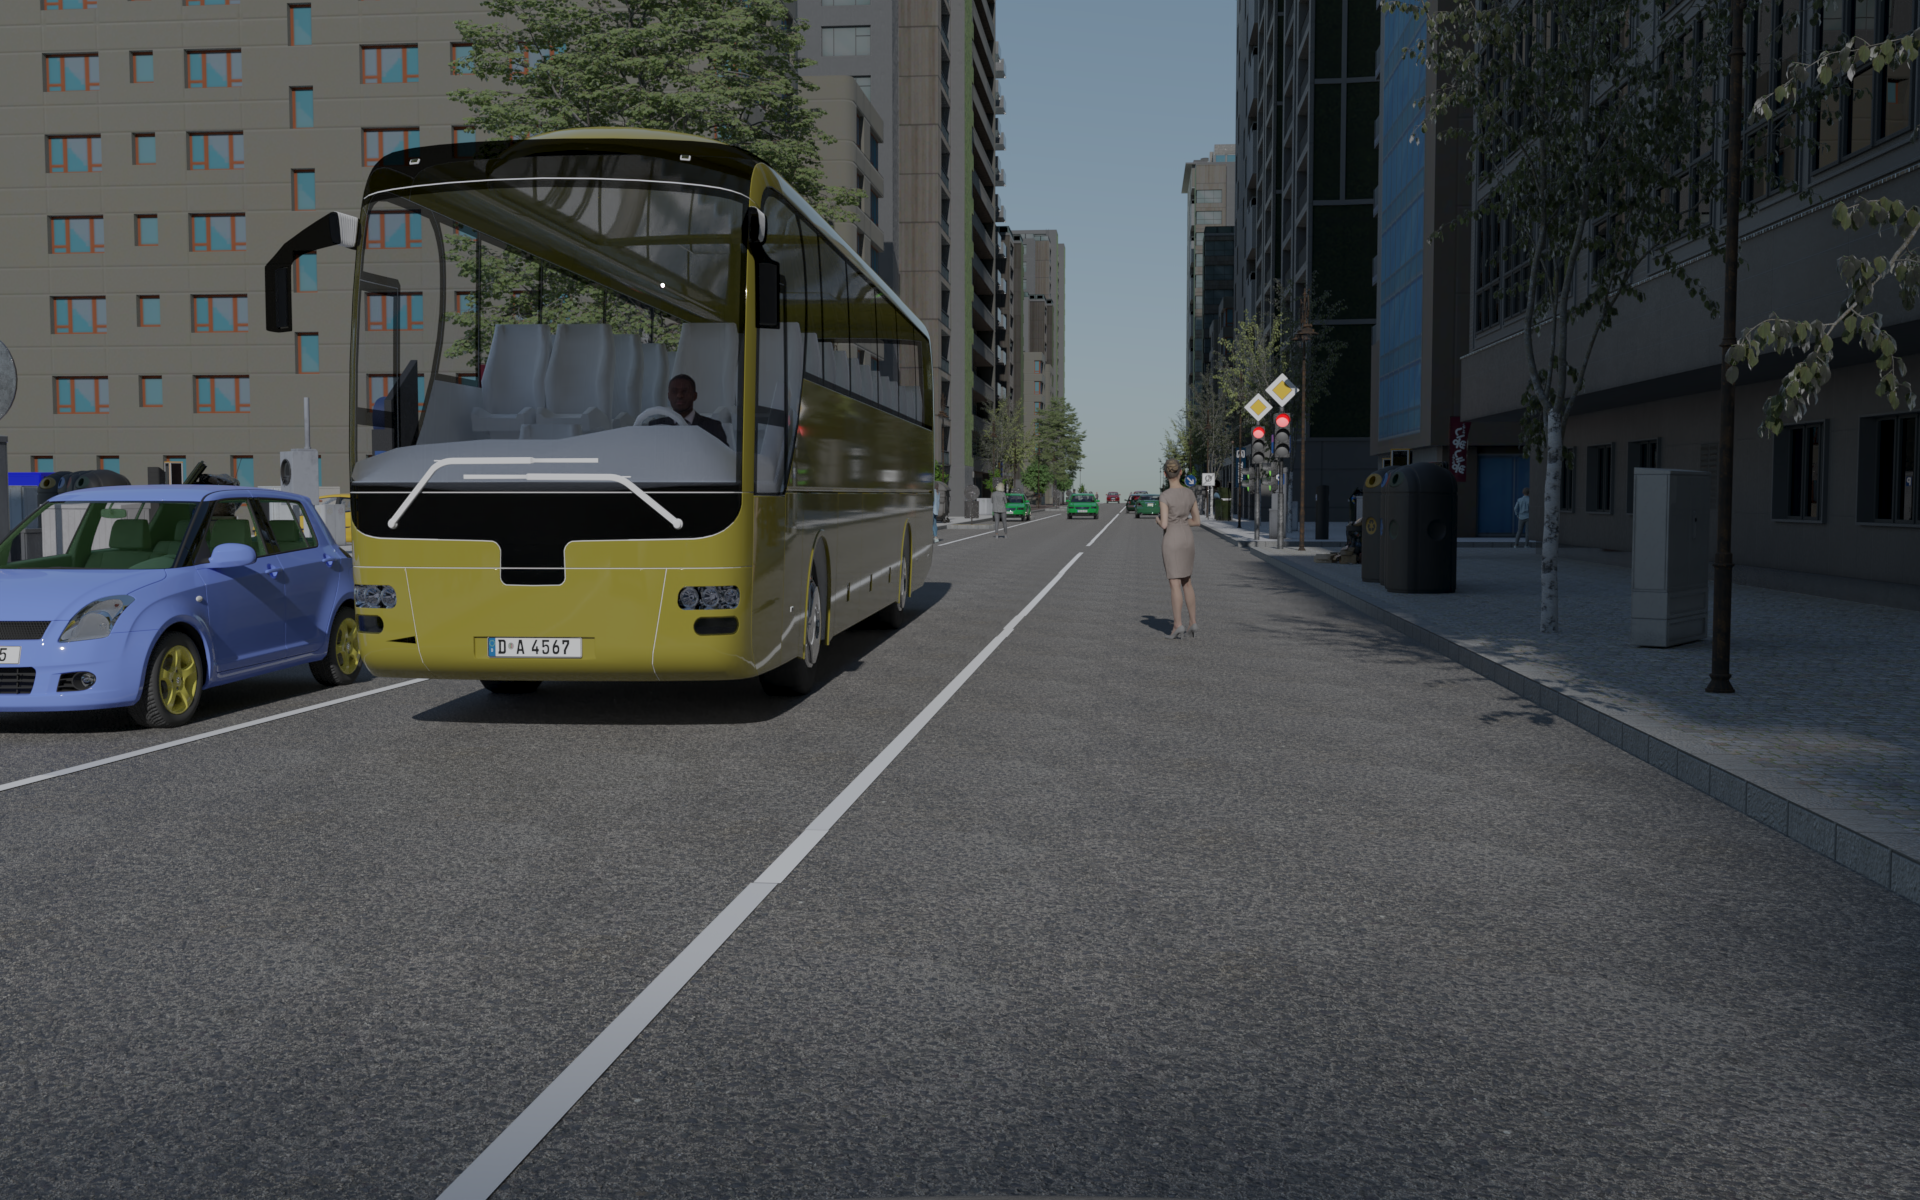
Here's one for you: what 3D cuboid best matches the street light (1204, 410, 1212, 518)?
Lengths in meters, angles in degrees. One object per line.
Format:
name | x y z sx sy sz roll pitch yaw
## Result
street light | 13.408 -7.398 93.742 0.468 5.910 1.993 0 4 6

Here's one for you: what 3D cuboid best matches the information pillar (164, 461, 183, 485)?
information pillar | -17.778 -2.124 39.215 0.304 2.012 0.304 -3 5 -45

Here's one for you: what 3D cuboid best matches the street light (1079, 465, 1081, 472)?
street light | 18.426 -17.900 265.449 0.468 5.910 1.993 0 4 6

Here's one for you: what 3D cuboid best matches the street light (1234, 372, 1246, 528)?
street light | 10.572 -5.661 65.348 0.468 5.910 1.993 0 4 6

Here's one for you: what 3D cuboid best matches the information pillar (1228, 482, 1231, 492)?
information pillar | 16.343 -6.135 104.799 0.304 2.012 0.304 0 4 8

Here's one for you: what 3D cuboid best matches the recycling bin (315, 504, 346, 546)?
recycling bin | -15.659 -1.843 42.686 0.722 1.027 0.722 2 4 26

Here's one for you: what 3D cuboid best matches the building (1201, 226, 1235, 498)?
building | 33.183 -25.440 187.652 14.160 30.474 14.107 0 4 6

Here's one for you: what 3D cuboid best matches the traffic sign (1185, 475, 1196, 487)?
traffic sign | 15.413 -7.081 115.879 0.768 2.556 0.104 0 4 7

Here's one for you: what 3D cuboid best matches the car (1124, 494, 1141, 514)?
car | 13.137 -7.228 127.963 2.009 1.686 4.222 0 4 6

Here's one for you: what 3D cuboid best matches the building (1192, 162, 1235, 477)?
building | 36.041 -32.522 215.323 14.154 41.232 14.086 0 4 6

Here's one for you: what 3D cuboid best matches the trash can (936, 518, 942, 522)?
trash can | -0.986 -4.241 80.999 0.748 1.137 0.748 0 3 0

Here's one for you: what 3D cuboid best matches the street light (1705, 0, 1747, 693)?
street light | 4.928 -2.340 11.050 0.468 5.910 1.993 0 4 6

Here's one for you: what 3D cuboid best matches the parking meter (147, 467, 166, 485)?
parking meter | -17.322 -1.937 37.385 0.255 1.863 0.399 0 4 -5

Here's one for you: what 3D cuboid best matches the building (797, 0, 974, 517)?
building | -6.883 -25.192 95.492 14.154 41.232 14.086 0 4 6

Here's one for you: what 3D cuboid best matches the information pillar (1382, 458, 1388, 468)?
information pillar | 8.823 -1.895 35.480 0.304 2.012 0.304 2 4 26

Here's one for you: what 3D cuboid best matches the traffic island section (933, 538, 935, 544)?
traffic island section | -1.820 -1.661 49.442 2.009 0.180 2.903 0 4 6

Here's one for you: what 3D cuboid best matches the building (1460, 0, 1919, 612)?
building | 16.424 -14.094 23.939 14.314 27.812 24.014 0 4 6

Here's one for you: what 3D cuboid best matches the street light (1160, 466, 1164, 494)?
street light | 32.508 -18.848 280.955 0.468 5.910 1.993 0 4 6

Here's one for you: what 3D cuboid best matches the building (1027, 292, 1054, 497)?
building | 6.025 -29.085 247.243 14.160 30.474 14.107 0 4 6

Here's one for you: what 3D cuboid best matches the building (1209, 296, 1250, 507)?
building | 38.222 -19.549 164.672 27.650 21.520 28.899 0 4 6

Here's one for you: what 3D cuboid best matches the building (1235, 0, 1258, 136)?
building | 35.784 -33.421 135.677 28.713 52.752 27.495 0 4 6

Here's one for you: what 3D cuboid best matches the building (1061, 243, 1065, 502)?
building | 9.392 -36.201 275.472 14.154 41.232 14.086 0 4 6

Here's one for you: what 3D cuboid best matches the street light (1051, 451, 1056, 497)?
street light | 9.925 -12.855 182.970 0.468 5.910 1.993 0 4 6

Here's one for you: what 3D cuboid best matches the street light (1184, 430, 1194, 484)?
street light | 16.263 -9.141 122.246 0.468 5.910 1.993 0 4 6

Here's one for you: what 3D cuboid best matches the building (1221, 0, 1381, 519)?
building | 27.785 -41.095 110.152 20.563 71.187 20.611 0 4 6

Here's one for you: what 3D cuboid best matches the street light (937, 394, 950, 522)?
street light | -0.774 -6.511 79.238 0.468 5.910 1.993 0 4 6

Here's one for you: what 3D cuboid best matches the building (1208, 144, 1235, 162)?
building | 43.700 -37.768 237.110 23.786 49.044 30.456 0 4 6

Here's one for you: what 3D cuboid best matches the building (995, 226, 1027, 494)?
building | -0.618 -25.313 185.574 14.160 30.474 14.107 0 4 6

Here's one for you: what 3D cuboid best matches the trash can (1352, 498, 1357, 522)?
trash can | 13.147 -2.737 56.406 0.748 1.137 0.748 0 3 0

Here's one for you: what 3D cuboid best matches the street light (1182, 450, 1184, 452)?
street light | 18.343 -10.312 141.386 0.468 5.910 1.993 0 4 6

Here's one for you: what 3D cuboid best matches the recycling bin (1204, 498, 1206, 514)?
recycling bin | 15.592 -6.110 112.452 0.722 1.027 0.722 -1 4 -11

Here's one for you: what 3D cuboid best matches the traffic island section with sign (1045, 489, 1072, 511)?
traffic island section with sign | 8.334 -8.557 148.536 1.989 1.847 2.006 0 4 6

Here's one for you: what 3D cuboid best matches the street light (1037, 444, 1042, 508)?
street light | 7.048 -11.140 154.931 0.468 5.910 1.993 0 4 6

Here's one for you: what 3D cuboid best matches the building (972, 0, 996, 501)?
building | -8.679 -31.368 136.566 21.300 48.544 21.600 0 4 6

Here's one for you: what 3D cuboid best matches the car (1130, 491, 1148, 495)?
car | 19.996 -11.198 191.752 2.281 1.827 5.304 0 4 5

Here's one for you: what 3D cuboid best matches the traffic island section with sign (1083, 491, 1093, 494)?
traffic island section with sign | 19.528 -15.230 257.642 1.989 1.847 2.006 0 4 6

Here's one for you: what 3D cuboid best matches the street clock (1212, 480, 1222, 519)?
street clock | 12.950 -5.065 87.376 0.471 2.002 0.358 2 4 27

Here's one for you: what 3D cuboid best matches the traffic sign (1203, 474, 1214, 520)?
traffic sign | 12.304 -5.118 85.810 0.606 2.300 0.079 1 4 12

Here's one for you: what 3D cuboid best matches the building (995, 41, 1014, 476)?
building | -7.345 -33.256 163.338 23.786 49.044 30.456 0 4 6

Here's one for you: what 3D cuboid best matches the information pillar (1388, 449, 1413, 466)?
information pillar | 7.156 -1.444 28.105 0.304 2.012 0.304 2 4 25

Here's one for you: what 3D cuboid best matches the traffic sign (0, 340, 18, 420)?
traffic sign | -7.651 -0.816 13.451 0.768 2.556 0.104 1 4 13

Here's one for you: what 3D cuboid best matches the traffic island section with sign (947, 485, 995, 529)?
traffic island section with sign | 0.527 -3.890 72.227 1.989 1.847 2.006 0 4 6

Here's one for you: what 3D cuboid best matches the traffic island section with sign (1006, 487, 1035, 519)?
traffic island section with sign | 3.264 -5.530 99.043 1.989 1.847 2.006 0 4 6

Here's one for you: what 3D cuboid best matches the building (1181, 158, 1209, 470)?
building | 48.557 -41.367 265.595 28.713 52.752 27.495 0 4 6

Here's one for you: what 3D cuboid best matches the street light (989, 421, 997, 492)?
street light | 2.099 -8.226 107.277 0.468 5.910 1.993 0 4 6

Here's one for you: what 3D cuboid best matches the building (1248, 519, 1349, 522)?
building | 24.300 -39.339 81.442 20.563 71.187 20.611 0 4 6

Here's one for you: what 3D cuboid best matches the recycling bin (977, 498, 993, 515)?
recycling bin | 1.492 -5.631 104.629 0.722 1.027 0.722 3 4 36

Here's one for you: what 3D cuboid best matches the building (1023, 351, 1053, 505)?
building | -2.339 -23.336 226.575 27.650 21.520 28.899 0 4 6

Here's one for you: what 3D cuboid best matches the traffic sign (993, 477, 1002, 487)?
traffic sign | 2.289 -6.343 105.838 0.606 2.300 0.079 0 4 8

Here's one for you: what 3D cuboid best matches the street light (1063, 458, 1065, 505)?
street light | 12.527 -14.448 209.006 0.468 5.910 1.993 0 4 6

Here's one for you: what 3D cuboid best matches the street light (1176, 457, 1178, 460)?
street light | 21.155 -12.058 169.931 0.468 5.910 1.993 0 4 6

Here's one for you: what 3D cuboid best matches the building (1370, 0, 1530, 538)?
building | 21.469 -24.786 55.355 14.200 45.320 14.600 0 4 6

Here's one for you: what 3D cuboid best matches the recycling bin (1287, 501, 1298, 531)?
recycling bin | 11.312 -2.902 60.000 0.722 1.027 0.722 0 4 4

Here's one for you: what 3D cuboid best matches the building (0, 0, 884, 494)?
building | -18.770 -13.619 67.717 27.650 21.520 28.899 0 4 6

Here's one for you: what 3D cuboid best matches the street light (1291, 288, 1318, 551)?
street light | 7.749 -4.055 39.095 0.468 5.910 1.993 0 4 6

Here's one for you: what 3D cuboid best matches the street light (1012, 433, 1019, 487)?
street light | 3.990 -9.366 125.916 0.468 5.910 1.993 0 4 6

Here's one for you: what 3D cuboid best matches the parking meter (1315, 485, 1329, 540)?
parking meter | 10.202 -2.469 48.772 0.372 1.533 0.369 0 3 0

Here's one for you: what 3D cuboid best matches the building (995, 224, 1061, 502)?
building | 7.399 -35.320 261.072 14.154 41.232 14.086 0 4 6
